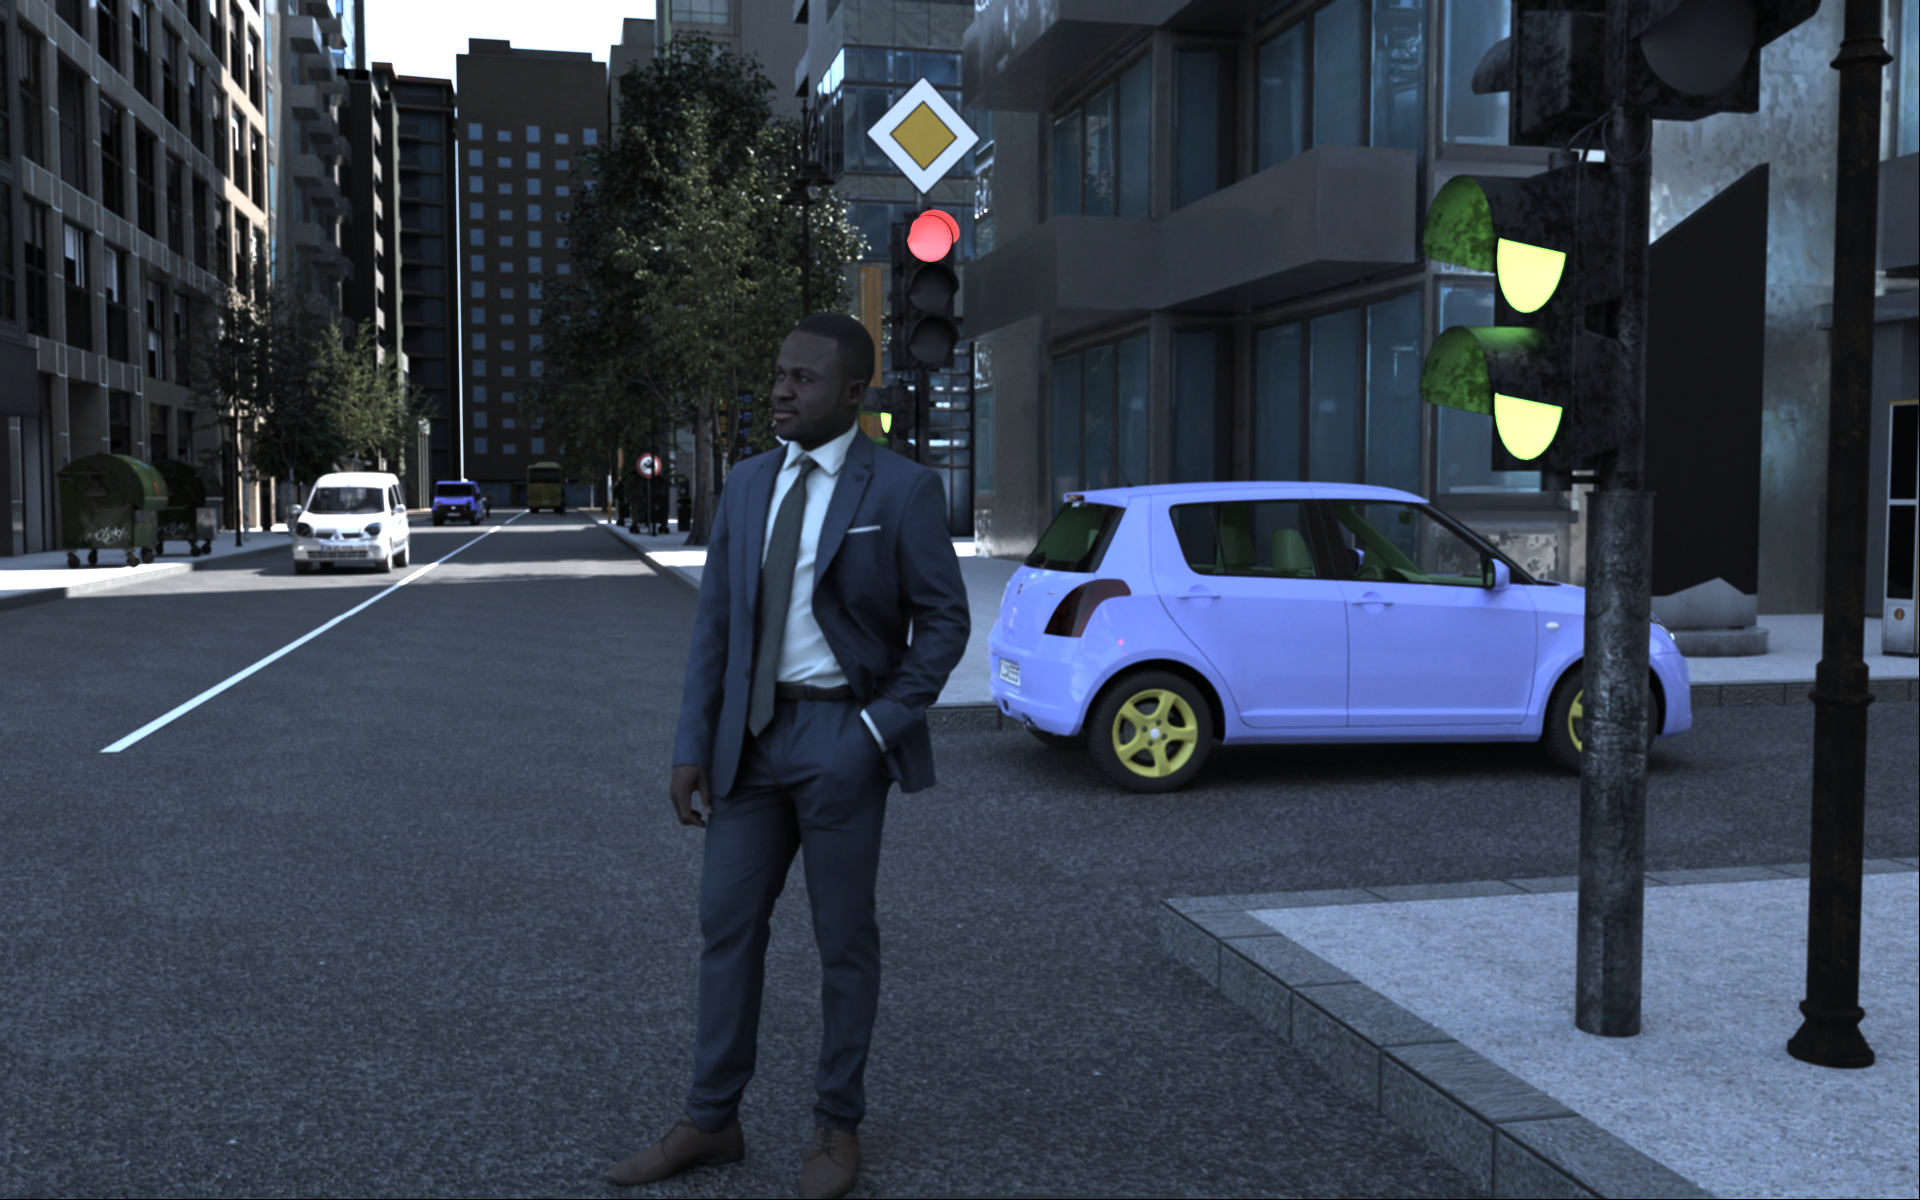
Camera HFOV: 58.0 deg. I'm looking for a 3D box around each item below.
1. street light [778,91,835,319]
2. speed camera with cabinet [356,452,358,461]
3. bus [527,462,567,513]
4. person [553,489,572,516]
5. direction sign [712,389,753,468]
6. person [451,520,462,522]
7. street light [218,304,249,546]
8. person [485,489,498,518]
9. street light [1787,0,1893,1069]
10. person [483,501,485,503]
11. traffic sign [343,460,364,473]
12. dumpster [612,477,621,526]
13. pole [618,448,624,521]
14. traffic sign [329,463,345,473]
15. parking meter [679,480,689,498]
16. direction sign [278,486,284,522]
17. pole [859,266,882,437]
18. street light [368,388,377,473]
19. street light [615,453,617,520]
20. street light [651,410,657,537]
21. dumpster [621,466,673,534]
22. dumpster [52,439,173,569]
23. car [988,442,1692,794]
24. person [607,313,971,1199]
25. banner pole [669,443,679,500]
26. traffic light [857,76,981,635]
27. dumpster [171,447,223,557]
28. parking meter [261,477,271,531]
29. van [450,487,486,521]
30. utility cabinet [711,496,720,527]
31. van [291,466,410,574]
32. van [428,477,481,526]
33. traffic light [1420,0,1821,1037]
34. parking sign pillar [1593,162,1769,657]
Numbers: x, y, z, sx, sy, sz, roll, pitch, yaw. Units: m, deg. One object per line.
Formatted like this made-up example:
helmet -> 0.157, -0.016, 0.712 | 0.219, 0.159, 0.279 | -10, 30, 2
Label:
street light -> -1.813, -2.914, 20.432 | 0.468, 5.910, 1.993 | -1, 4, -13
speed camera with cabinet -> -26.636, -4.908, 74.575 | 2.038, 3.252, 0.660 | 1, 4, 17
bus -> -31.724, -8.655, 133.057 | 2.896, 3.916, 12.252 | -1, 4, -12
person -> -25.668, -6.281, 111.907 | 1.217, 1.735, 0.721 | -2, 4, -25
direction sign -> -4.914, -2.780, 37.457 | 0.876, 3.537, 0.379 | -1, 4, -21
person -> -25.525, -4.841, 87.526 | 0.599, 1.838, 0.709 | 2, 4, 26
street light -> -17.718, -4.256, 42.366 | 0.468, 5.910, 1.993 | -1, 4, -13
person -> -27.934, -5.764, 103.271 | 0.750, 1.759, 0.617 | -1, 4, -19
street light -> 1.986, -1.895, 3.774 | 0.468, 5.910, 1.993 | -1, 4, -13
person -> -29.678, -5.959, 106.028 | 0.705, 1.812, 1.348 | 2, 4, 32
traffic sign -> -22.982, -4.012, 65.695 | 0.768, 2.556, 0.104 | -1, 4, -10
dumpster -> -13.131, -4.085, 69.276 | 1.502, 2.255, 1.985 | -1, 4, -13
pole -> -13.835, -4.703, 70.734 | 0.158, 3.312, 0.155 | 0, 3, 0
traffic sign -> -23.149, -3.851, 64.154 | 0.795, 2.450, 0.064 | -1, 4, -13
parking meter -> -11.588, -4.101, 72.770 | 0.399, 1.863, 0.255 | 1, 4, 18
direction sign -> -30.815, -5.281, 78.347 | 0.379, 3.537, 0.876 | 0, 4, -6
pole -> -0.806, -1.335, 15.678 | 0.158, 3.312, 0.155 | 0, 3, 0
street light -> -25.379, -6.251, 74.997 | 0.468, 5.910, 1.993 | -1, 4, -13
street light -> -16.807, -6.835, 84.542 | 0.468, 5.910, 1.993 | -1, 4, -13
street light -> -9.251, -4.858, 52.211 | 0.468, 5.910, 1.993 | -1, 4, -13
dumpster -> -10.087, -3.276, 56.057 | 1.502, 2.255, 1.985 | -1, 4, -13
dumpster -> -15.016, -1.721, 30.635 | 1.502, 2.255, 1.985 | -1, 4, -13
car -> 2.020, 0.019, 9.274 | 3.694, 1.707, 1.945 | -1, 4, -12
person -> -0.337, 0.309, 3.629 | 0.721, 1.800, 0.419 | 1, 4, 17
banner pole -> -14.040, -5.823, 85.227 | 0.863, 3.779, 0.401 | 3, 4, 36
traffic light -> -0.277, -1.400, 11.819 | 0.839, 4.253, 0.868 | -1, 4, -13
dumpster -> -16.260, -2.045, 35.928 | 1.502, 2.255, 1.985 | -1, 4, -13
parking meter -> -24.156, -3.338, 60.280 | 0.255, 1.863, 0.399 | -2, 4, -32
van -> -26.238, -5.207, 92.139 | 2.013, 2.044, 4.112 | -1, 4, -14
utility cabinet -> -8.055, -2.764, 56.347 | 0.306, 1.237, 1.020 | 0, 4, 6
van -> -11.391, -1.560, 32.514 | 2.013, 2.044, 4.112 | -1, 4, -11
van -> -23.048, -4.583, 79.316 | 2.240, 2.365, 5.245 | -1, 4, -13
traffic light -> 1.537, -0.925, 4.042 | 0.839, 4.253, 0.868 | -1, 4, -13
parking sign pillar -> 5.889, -1.573, 14.193 | 1.447, 3.967, 1.447 | -1, 4, -15
